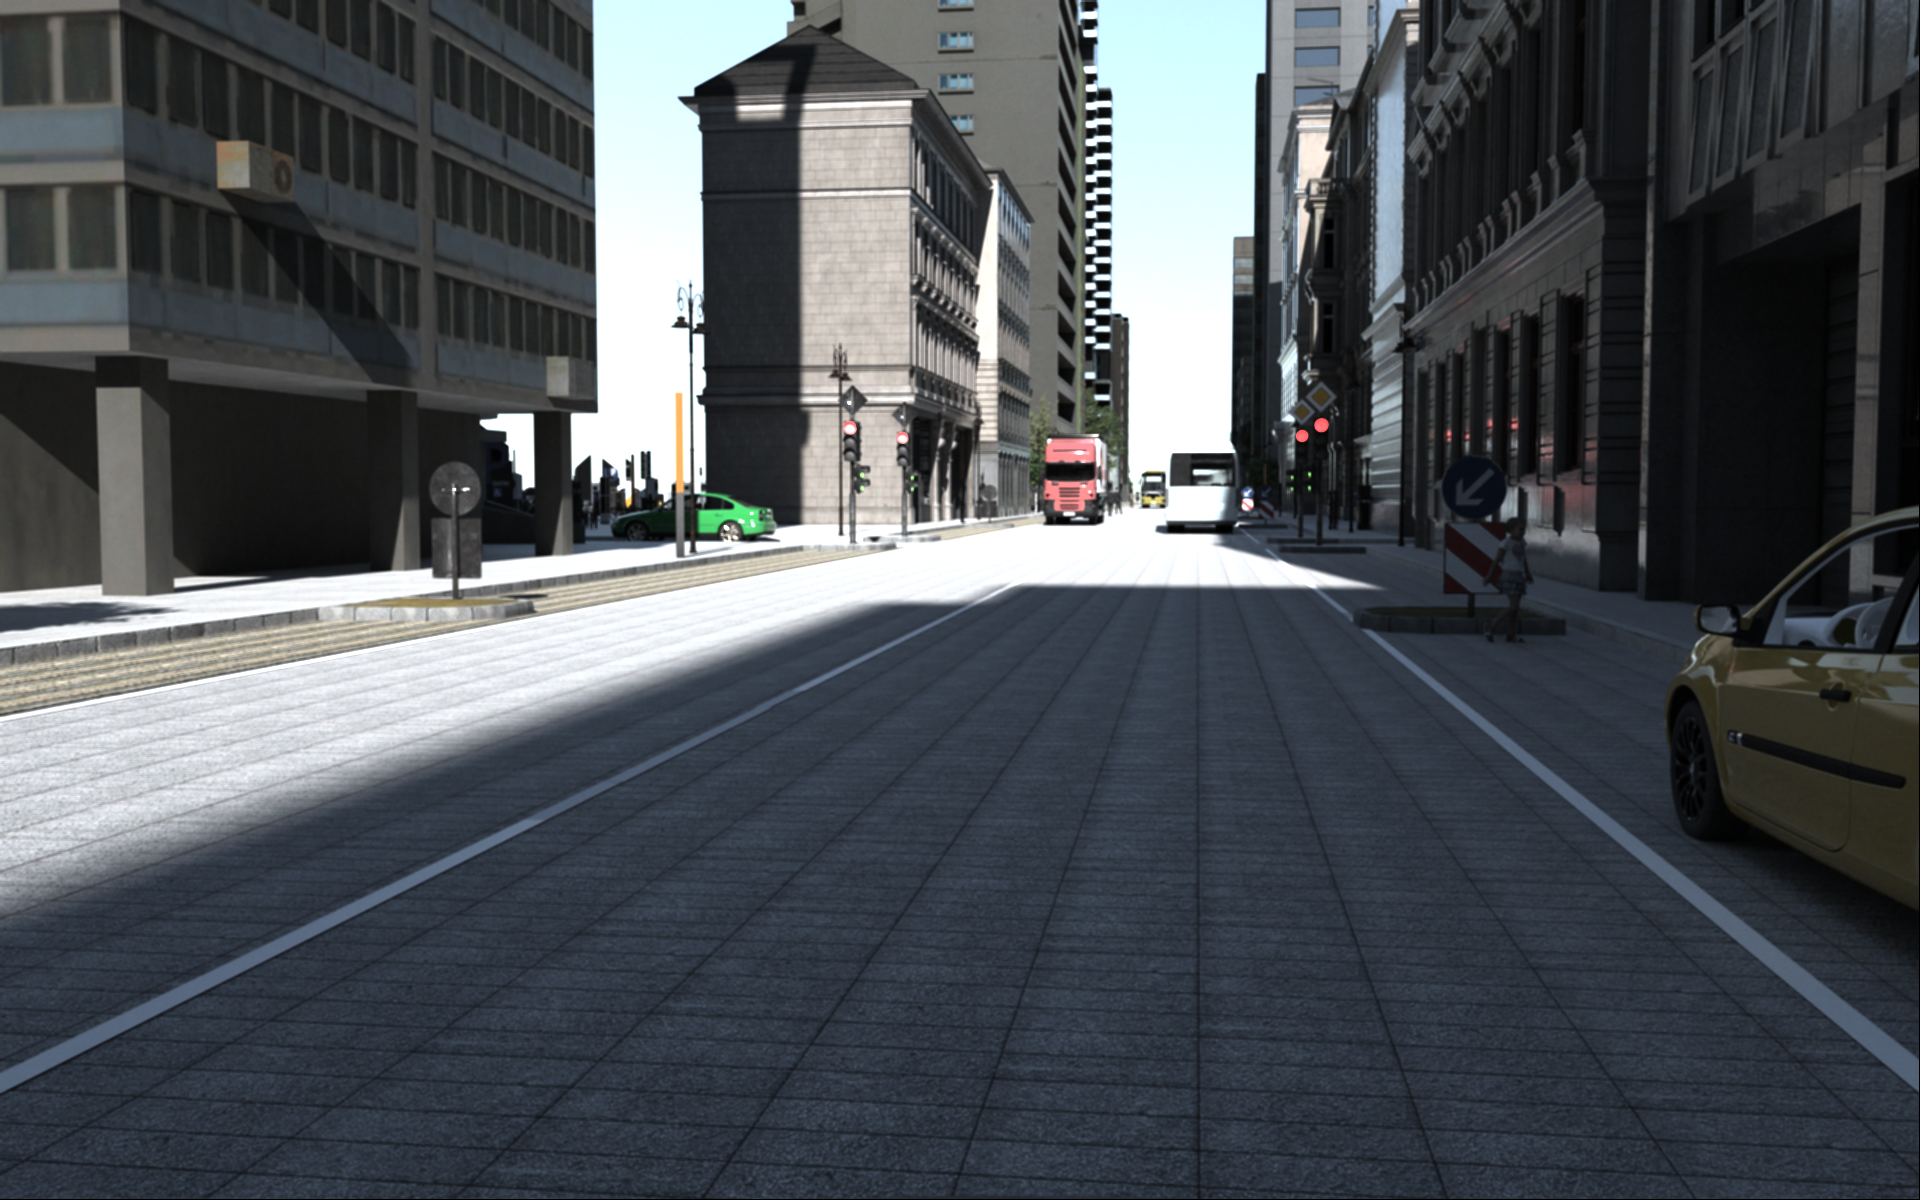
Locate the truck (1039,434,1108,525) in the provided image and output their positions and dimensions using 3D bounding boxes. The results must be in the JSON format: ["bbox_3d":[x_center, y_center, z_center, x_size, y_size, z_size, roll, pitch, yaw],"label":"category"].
[{"bbox_3d":[5.589,-5.765,83.177,2.839,4.237,11.283,0,4,7],"label":"truck"}]

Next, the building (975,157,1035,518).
[{"bbox_3d":[-1.334,-15.451,101.782,9.793,20.994,18.267,0,4,8],"label":"building"}]

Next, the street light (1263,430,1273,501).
[{"bbox_3d":[22.279,-9.300,124.837,0.468,5.910,1.993,0,4,8],"label":"street light"}]

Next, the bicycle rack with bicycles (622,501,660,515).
[{"bbox_3d":[-16.280,-4.342,84.380,2.925,0.926,2.852,0,4,-8],"label":"bicycle rack with bicycles"}]

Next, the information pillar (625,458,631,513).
[{"bbox_3d":[-21.337,-7.363,111.747,0.504,3.616,0.183,0,4,1],"label":"information pillar"}]

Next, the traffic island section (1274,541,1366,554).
[{"bbox_3d":[8.983,-1.280,43.214,2.009,0.180,2.903,0,4,8],"label":"traffic island section"}]

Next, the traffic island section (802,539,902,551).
[{"bbox_3d":[-2.797,-1.379,44.830,2.009,0.180,2.903,0,4,8],"label":"traffic island section"}]

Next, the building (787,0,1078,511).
[{"bbox_3d":[-1.971,-31.501,138.736,21.300,48.544,21.600,0,4,8],"label":"building"}]

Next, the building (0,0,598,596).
[{"bbox_3d":[-20.055,-20.755,31.228,23.993,40.220,32.217,0,4,8],"label":"building"}]

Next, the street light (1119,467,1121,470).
[{"bbox_3d":[22.643,-16.658,245.150,0.468,5.910,1.993,0,4,8],"label":"street light"}]

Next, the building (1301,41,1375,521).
[{"bbox_3d":[24.556,-16.349,86.394,14.460,24.649,34.723,0,4,8],"label":"building"}]

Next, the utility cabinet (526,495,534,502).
[{"bbox_3d":[-22.540,-4.941,91.949,0.306,1.237,1.020,3,4,37],"label":"utility cabinet"}]

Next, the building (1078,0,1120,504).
[{"bbox_3d":[12.205,-57.276,249.129,22.319,86.520,31.000,0,4,8],"label":"building"}]

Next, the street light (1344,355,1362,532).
[{"bbox_3d":[13.103,-5.202,57.848,0.468,5.910,1.993,0,4,8],"label":"street light"}]

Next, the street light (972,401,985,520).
[{"bbox_3d":[0.934,-6.939,86.245,0.468,5.910,1.993,0,4,8],"label":"street light"}]

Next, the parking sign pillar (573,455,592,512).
[{"bbox_3d":[-25.740,-7.927,118.081,1.447,3.967,1.447,2,4,35],"label":"parking sign pillar"}]

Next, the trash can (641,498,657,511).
[{"bbox_3d":[-12.779,-3.640,71.161,0.748,1.137,0.748,0,3,0],"label":"trash can"}]

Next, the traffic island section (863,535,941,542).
[{"bbox_3d":[-1.711,-1.863,52.741,2.009,0.180,2.903,0,4,8],"label":"traffic island section"}]

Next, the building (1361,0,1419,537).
[{"bbox_3d":[22.827,-13.769,54.008,19.941,23.489,11.050,0,4,8],"label":"building"}]

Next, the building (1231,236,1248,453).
[{"bbox_3d":[50.174,-36.157,274.768,14.154,41.232,14.086,0,4,8],"label":"building"}]

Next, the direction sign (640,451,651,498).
[{"bbox_3d":[-16.455,-6.041,90.770,0.876,3.537,0.379,3,5,44],"label":"direction sign"}]

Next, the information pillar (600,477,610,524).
[{"bbox_3d":[-15.210,-4.261,74.163,0.304,2.012,0.304,1,4,17],"label":"information pillar"}]

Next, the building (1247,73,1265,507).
[{"bbox_3d":[35.996,-29.810,170.982,14.154,41.232,14.086,0,4,8],"label":"building"}]

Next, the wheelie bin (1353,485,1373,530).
[{"bbox_3d":[14.481,-3.303,61.908,0.980,1.594,0.693,0,4,-1],"label":"wheelie bin"}]

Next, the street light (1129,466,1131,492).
[{"bbox_3d":[27.292,-18.710,278.691,0.468,5.910,1.993,0,4,8],"label":"street light"}]

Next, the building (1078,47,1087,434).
[{"bbox_3d":[4.982,-31.804,170.108,14.600,45.320,14.200,0,4,8],"label":"building"}]

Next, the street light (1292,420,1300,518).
[{"bbox_3d":[17.632,-7.231,91.013,0.468,5.910,1.993,0,4,8],"label":"street light"}]

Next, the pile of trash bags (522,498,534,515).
[{"bbox_3d":[-21.933,-4.722,86.955,1.912,1.369,3.447,1,4,18],"label":"pile of trash bags"}]

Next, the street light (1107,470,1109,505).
[{"bbox_3d":[18.152,-14.631,212.011,0.468,5.910,1.993,0,4,8],"label":"street light"}]

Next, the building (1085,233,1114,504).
[{"bbox_3d":[3.516,-32.547,224.029,32.217,40.220,23.993,0,4,8],"label":"building"}]

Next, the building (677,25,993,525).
[{"bbox_3d":[-6.204,-13.575,72.861,10.553,20.767,40.483,0,4,8],"label":"building"}]

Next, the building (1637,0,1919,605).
[{"bbox_3d":[12.866,-11.726,9.741,12.078,24.808,19.932,0,4,8],"label":"building"}]

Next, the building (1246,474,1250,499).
[{"bbox_3d":[41.972,-45.834,187.643,20.563,71.187,20.611,0,4,8],"label":"building"}]

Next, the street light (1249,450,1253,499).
[{"bbox_3d":[27.930,-11.842,166.401,0.468,5.910,1.993,0,4,8],"label":"street light"}]

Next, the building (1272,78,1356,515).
[{"bbox_3d":[27.980,-20.075,114.136,13.634,28.700,20.117,0,4,8],"label":"building"}]

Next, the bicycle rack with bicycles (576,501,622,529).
[{"bbox_3d":[-14.560,-3.157,65.000,2.852,0.926,2.925,0,4,4],"label":"bicycle rack with bicycles"}]

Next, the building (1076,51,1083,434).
[{"bbox_3d":[3.513,-28.905,156.185,14.154,41.232,14.086,0,4,8],"label":"building"}]

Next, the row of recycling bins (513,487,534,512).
[{"bbox_3d":[-26.643,-5.843,102.640,3.534,1.692,1.069,-3,4,-39],"label":"row of recycling bins"}]

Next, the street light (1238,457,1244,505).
[{"bbox_3d":[32.580,-13.921,200.390,0.468,5.910,1.993,0,4,8],"label":"street light"}]

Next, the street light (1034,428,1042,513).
[{"bbox_3d":[5.434,-8.973,119.497,0.468,5.910,1.993,0,4,8],"label":"street light"}]

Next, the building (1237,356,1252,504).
[{"bbox_3d":[51.033,-23.510,229.428,27.650,21.520,28.899,0,4,8],"label":"building"}]

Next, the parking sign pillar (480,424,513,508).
[{"bbox_3d":[-17.429,-4.672,64.853,1.447,3.967,1.447,-3,5,-42],"label":"parking sign pillar"}]

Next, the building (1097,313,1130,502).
[{"bbox_3d":[19.350,-30.656,272.930,14.160,30.474,14.107,0,4,8],"label":"building"}]

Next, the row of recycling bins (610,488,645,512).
[{"bbox_3d":[-23.318,-7.042,122.250,3.534,1.692,1.069,-3,5,-40],"label":"row of recycling bins"}]

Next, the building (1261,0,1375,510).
[{"bbox_3d":[36.824,-37.128,149.035,21.231,58.520,28.212,0,4,8],"label":"building"}]

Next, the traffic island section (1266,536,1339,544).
[{"bbox_3d":[10.069,-1.764,51.125,2.009,0.180,2.903,0,4,8],"label":"traffic island section"}]

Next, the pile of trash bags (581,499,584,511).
[{"bbox_3d":[-22.057,-5.339,97.047,1.912,1.369,3.447,-1,4,-17],"label":"pile of trash bags"}]

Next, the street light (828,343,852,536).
[{"bbox_3d":[-3.660,-4.913,53.119,0.468,5.910,1.993,0,4,8],"label":"street light"}]

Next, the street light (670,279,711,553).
[{"bbox_3d":[-5.799,-3.954,37.444,0.468,5.910,1.993,0,4,8],"label":"street light"}]

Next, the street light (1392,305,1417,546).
[{"bbox_3d":[10.856,-4.259,42.422,0.468,5.910,1.993,0,4,8],"label":"street light"}]

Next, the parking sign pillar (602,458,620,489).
[{"bbox_3d":[-26.355,-8.706,130.820,1.447,3.967,1.447,-3,5,-43],"label":"parking sign pillar"}]

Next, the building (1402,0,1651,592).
[{"bbox_3d":[14.639,-11.921,31.071,11.583,22.565,21.152,0,4,8],"label":"building"}]
